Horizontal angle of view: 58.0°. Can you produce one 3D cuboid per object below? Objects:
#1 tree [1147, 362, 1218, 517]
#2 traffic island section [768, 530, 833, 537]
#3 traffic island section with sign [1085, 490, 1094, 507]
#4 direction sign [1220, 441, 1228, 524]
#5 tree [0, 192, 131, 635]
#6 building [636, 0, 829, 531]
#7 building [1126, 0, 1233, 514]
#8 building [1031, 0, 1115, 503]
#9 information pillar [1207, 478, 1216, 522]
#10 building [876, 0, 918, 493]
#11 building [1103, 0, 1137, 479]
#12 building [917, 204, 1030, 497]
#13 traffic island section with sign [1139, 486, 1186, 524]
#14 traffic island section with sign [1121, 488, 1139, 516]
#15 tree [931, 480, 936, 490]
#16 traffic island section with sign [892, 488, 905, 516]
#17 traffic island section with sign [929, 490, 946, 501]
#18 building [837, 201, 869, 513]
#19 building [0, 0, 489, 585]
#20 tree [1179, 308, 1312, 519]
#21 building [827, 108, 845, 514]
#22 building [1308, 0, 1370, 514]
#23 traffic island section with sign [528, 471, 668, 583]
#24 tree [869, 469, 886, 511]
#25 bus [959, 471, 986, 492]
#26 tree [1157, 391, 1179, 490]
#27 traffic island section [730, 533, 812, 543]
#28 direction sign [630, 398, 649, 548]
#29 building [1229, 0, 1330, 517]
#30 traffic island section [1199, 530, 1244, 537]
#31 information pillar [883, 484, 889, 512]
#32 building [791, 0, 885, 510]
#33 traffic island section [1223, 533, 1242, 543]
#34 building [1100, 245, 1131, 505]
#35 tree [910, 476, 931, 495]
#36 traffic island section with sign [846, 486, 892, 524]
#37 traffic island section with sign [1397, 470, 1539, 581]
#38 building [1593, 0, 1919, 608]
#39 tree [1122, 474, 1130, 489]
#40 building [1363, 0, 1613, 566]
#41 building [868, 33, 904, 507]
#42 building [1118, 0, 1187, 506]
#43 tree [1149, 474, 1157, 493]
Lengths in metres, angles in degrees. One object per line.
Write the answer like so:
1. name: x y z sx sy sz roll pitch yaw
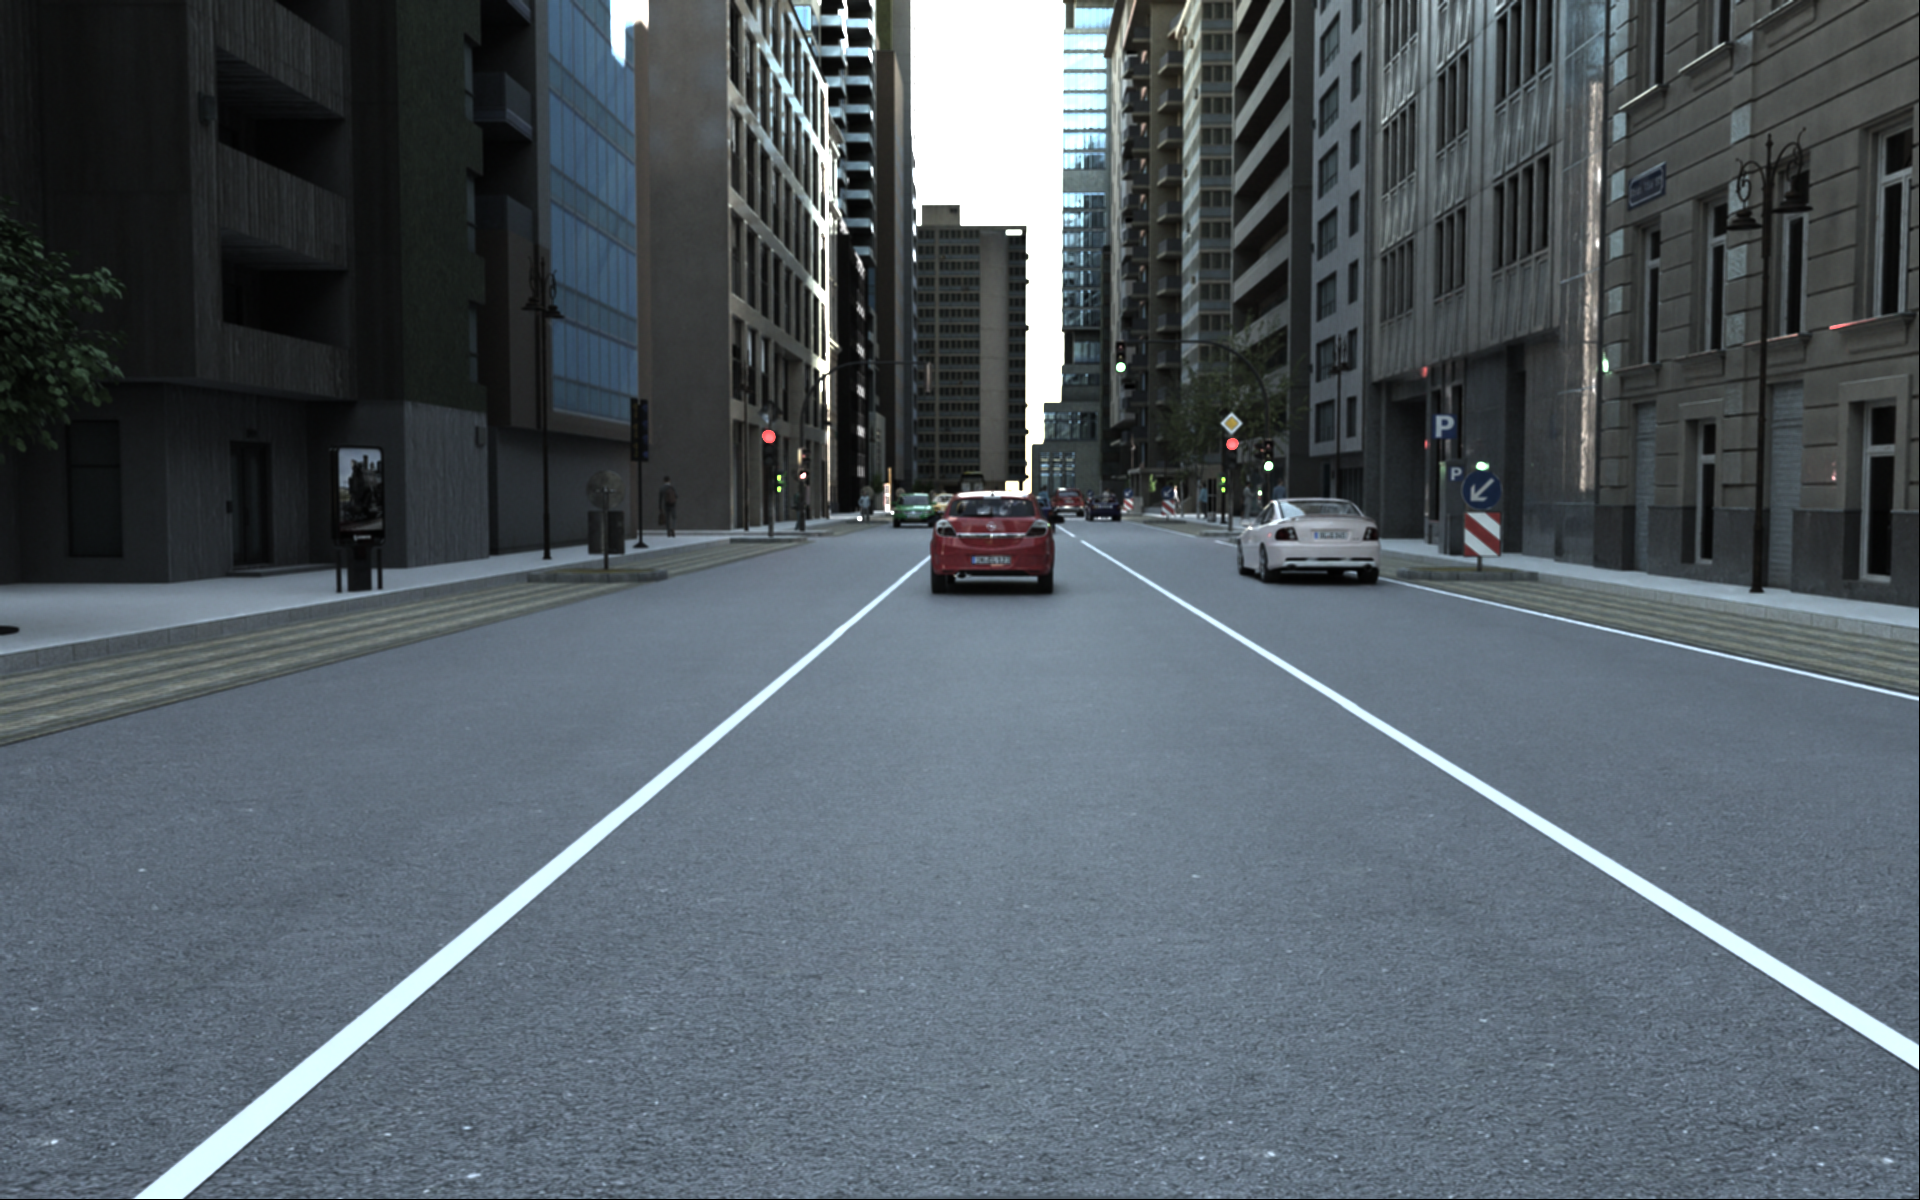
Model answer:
1. tree: 12.376 -8.914 96.105 4.360 8.622 3.978 0 3 0
2. traffic island section: -5.453 -2.289 59.705 2.009 0.180 2.903 0 4 2
3. traffic island section with sign: 11.971 -9.329 161.160 1.989 1.847 2.006 0 4 2
4. direction sign: 11.341 -5.033 74.285 0.379 3.537 0.876 0 4 -5
5. tree: -9.491 -1.958 15.726 4.285 4.588 4.351 0 3 0
6. building: -17.210 -16.683 77.286 19.350 26.468 34.151 0 4 2
7. building: 28.063 -26.056 117.903 32.217 40.220 23.993 0 4 2
8. building: 24.945 -55.966 227.713 31.000 86.520 22.319 0 4 2
9. information pillar: 11.429 -4.534 78.615 0.304 2.012 0.304 3 5 40
10. building: -19.131 -40.151 198.474 28.212 58.520 21.231 0 4 2
11. building: 29.887 -36.127 179.910 28.713 52.752 27.495 0 4 2
12. building: -2.605 -33.205 234.779 23.993 40.220 32.217 0 4 2
13. traffic island section with sign: 9.949 -4.635 84.407 1.989 1.847 2.006 0 4 2
14. traffic island section with sign: 10.656 -6.283 111.353 1.989 1.847 2.006 0 4 2
15. tree: -3.607 -13.047 207.918 1.663 3.219 1.824 0 3 0
16. traffic island section with sign: -3.772 -6.276 111.238 1.989 1.847 2.006 0 4 2
17. traffic island section with sign: -2.450 -9.345 161.421 1.989 1.847 2.006 0 4 2
18. building: -13.311 -17.986 123.742 12.332 23.373 15.834 0 4 2
19. building: -16.604 -15.616 27.027 14.160 30.474 14.107 0 4 2
20. tree: 11.841 -7.298 69.678 4.737 8.622 4.395 0 3 0
21. building: -14.521 -19.507 104.851 13.634 28.700 20.117 0 4 2
22. building: 21.671 -18.034 66.562 14.107 30.474 14.160 0 4 2
23. traffic island section with sign: -5.936 -1.229 28.720 1.989 1.847 2.006 0 4 2
24. tree: -6.483 -8.501 133.592 1.663 3.219 1.824 0 3 0
25. bus: 1.343 -12.137 189.992 2.896 3.916 12.252 0 4 0
26. tree: 12.274 -8.502 89.376 4.737 8.622 4.395 0 3 0
27. traffic island section: -5.663 -1.801 51.723 2.009 0.180 2.903 0 4 2
28. direction sign: -7.635 -3.017 41.325 0.379 3.537 0.876 1 4 15
29. building: 25.753 -28.334 86.960 21.300 48.544 21.600 0 4 2
30. traffic island section: 9.283 -2.265 59.314 2.009 0.180 2.903 0 4 2
31. information pillar: -5.335 -7.392 125.346 0.304 2.012 0.304 -3 4 -39
32. building: -17.308 -51.135 148.730 22.319 86.520 31.000 0 4 2
33. traffic island section: 9.073 -1.777 51.332 2.009 0.180 2.903 0 4 2
34. building: 23.268 -26.321 202.043 14.160 30.474 14.107 0 4 2
35. tree: -4.389 -11.571 183.780 1.663 3.219 1.824 0 3 0
36. traffic island section with sign: -4.477 -4.628 84.292 1.989 1.847 2.006 0 4 2
37. traffic island section with sign: 8.493 -1.262 29.264 1.989 1.847 2.006 0 4 2
38. building: 16.379 -13.450 17.170 12.463 27.353 25.104 0 4 2
39. tree: 13.776 -8.697 136.796 1.663 3.219 1.824 0 3 0
40. building: 17.491 -13.558 39.702 12.078 24.808 19.932 0 4 2
41. building: -12.931 -31.965 172.738 14.600 45.320 14.200 0 4 2
42. building: 25.558 -30.395 151.590 22.147 44.769 28.867 0 4 2
43. tree: 14.395 -8.528 134.035 1.663 3.219 1.824 0 3 0
